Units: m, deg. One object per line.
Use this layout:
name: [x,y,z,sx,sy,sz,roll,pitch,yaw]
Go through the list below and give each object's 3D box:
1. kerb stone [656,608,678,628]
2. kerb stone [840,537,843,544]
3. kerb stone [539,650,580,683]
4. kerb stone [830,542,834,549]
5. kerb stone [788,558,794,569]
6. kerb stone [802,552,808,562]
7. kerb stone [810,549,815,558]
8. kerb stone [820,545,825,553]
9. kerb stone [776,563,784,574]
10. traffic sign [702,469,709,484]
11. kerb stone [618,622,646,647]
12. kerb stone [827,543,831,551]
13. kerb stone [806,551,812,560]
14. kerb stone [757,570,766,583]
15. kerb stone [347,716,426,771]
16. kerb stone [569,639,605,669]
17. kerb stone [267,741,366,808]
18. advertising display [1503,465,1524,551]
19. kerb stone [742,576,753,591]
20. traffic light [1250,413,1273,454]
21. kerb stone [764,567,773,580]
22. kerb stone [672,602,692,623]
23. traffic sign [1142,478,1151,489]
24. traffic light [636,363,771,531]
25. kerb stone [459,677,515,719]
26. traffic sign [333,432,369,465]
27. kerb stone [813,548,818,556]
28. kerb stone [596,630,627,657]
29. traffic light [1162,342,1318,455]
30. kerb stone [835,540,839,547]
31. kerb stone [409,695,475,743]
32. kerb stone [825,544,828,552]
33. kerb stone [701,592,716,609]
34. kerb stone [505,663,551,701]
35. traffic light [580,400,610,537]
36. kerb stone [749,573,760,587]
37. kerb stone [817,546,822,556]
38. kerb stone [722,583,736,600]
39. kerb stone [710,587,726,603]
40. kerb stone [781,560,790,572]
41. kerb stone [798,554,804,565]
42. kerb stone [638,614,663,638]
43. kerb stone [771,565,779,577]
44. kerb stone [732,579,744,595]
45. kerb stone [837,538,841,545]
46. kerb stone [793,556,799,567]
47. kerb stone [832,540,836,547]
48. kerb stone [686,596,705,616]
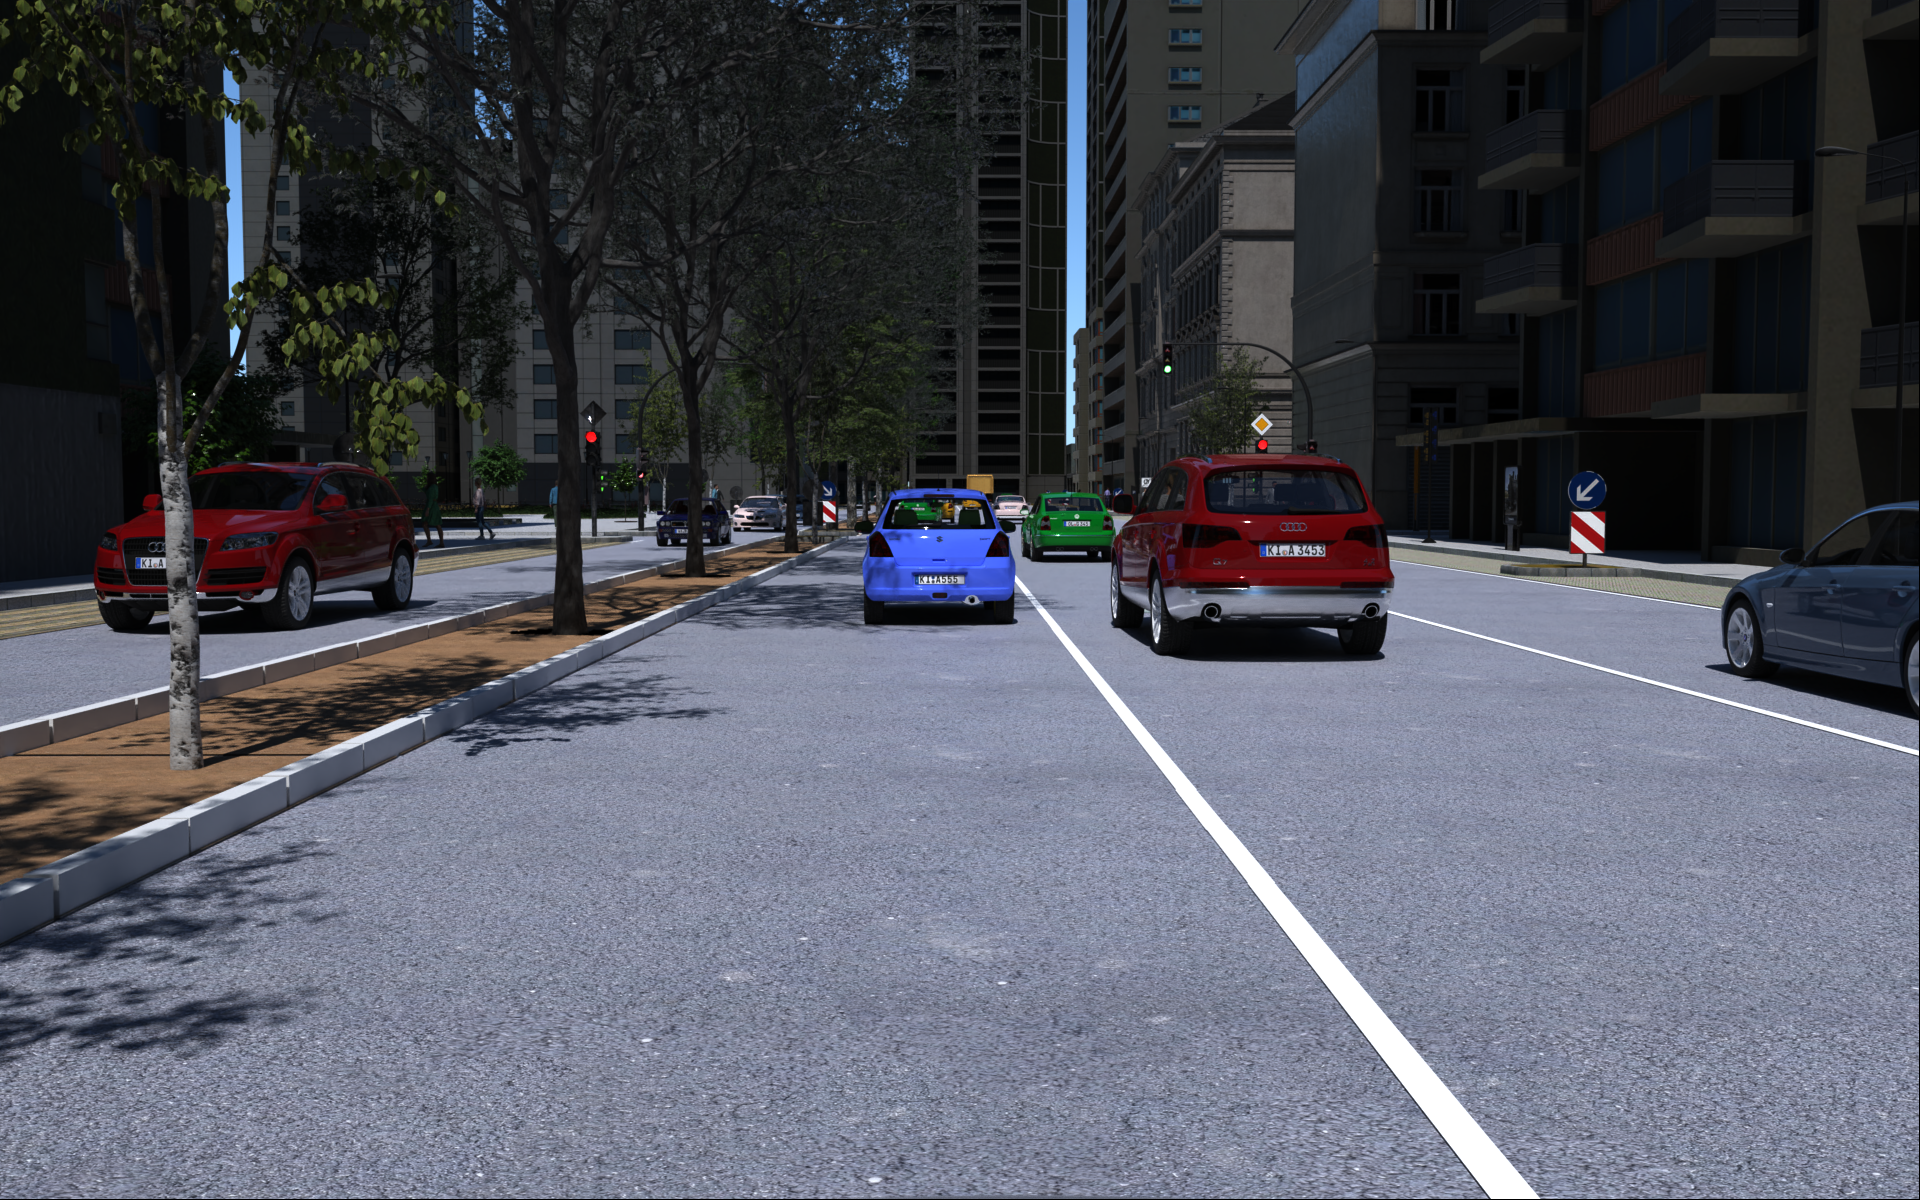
kerb stone: [-3.201,0.218,18.635,0.120,0.150,1.000,0,4,0]
kerb stone: [-3.422,-1.599,48.347,0.120,0.150,1.000,0,4,0]
kerb stone: [-3.157,0.533,13.520,0.120,0.150,1.000,0,4,0]
kerb stone: [-3.382,-1.348,44.228,0.120,0.150,1.000,0,4,0]
kerb stone: [-3.304,-0.658,32.958,0.120,0.150,1.000,0,4,0]
kerb stone: [-3.325,-0.846,36.033,0.120,0.150,1.000,0,4,0]
kerb stone: [-3.344,-0.968,38.083,0.120,0.150,1.000,0,4,0]
kerb stone: [-3.367,-1.159,41.149,0.120,0.150,1.000,0,4,0]
kerb stone: [-3.290,-0.526,30.914,0.120,0.150,1.000,0,4,0]
traffic sign: [-12.953,-5.292,86.628,0.768,2.556,0.104,0,4,6]
kerb stone: [-3.185,0.343,16.589,0.120,0.150,1.000,0,4,0]
kerb stone: [-3.383,-1.285,43.200,0.120,0.150,1.000,0,4,0]
kerb stone: [-3.329,-0.909,37.061,0.120,0.150,1.000,0,4,0]
kerb stone: [-3.264,-0.345,27.838,0.120,0.150,1.000,0,4,0]
kerb stone: [-3.133,0.781,9.419,0.120,0.150,1.000,0,4,0]
kerb stone: [-3.165,0.468,14.545,0.120,0.150,1.000,0,4,0]
kerb stone: [-3.122,0.844,8.398,0.120,0.150,1.000,0,4,0]
advertising display: [12.525,-2.080,39.225,0.123,1.923,0.974,0,4,0]
kerb stone: [-3.242,-0.218,25.794,0.120,0.150,1.000,0,4,0]
traffic light: [10.430,-4.354,60.111,0.839,4.253,0.868,0,4,0]
kerb stone: [-3.272,-0.408,28.867,0.120,0.150,1.000,0,4,0]
kerb stone: [-3.201,0.155,19.657,0.120,0.150,1.000,0,4,0]
traffic sign: [11.714,-6.530,108.902,0.606,2.300,0.079,1,4,9]
traffic light: [-8.939,-5.218,59.985,4.771,5.953,1.251,0,4,0]
kerb stone: [-3.146,0.656,11.465,0.120,0.150,1.000,0,4,0]
traffic sign: [-12.554,-2.178,35.717,0.768,2.556,0.104,0,4,1]
kerb stone: [-3.353,-1.033,39.105,0.120,0.150,1.000,0,4,0]
kerb stone: [-3.172,0.405,15.567,0.120,0.150,1.000,0,4,0]
traffic light: [8.399,-4.728,51.969,4.771,5.953,1.251,0,4,0]
kerb stone: [-3.405,-1.470,46.280,0.120,0.150,1.000,0,4,0]
kerb stone: [-3.134,0.719,10.441,0.120,0.150,1.000,0,4,0]
kerb stone: [-3.383,-1.222,42.177,0.120,0.150,1.000,0,4,0]
kerb stone: [-3.223,0.033,21.703,0.120,0.150,1.000,0,4,0]
kerb stone: [-3.143,0.594,12.498,0.120,0.150,1.000,0,4,0]
traffic light: [-10.970,-3.855,51.949,0.839,4.253,0.868,0,4,0]
kerb stone: [-3.258,-0.283,26.816,0.120,0.150,1.000,0,4,0]
kerb stone: [-3.358,-1.097,40.127,0.120,0.150,1.000,0,4,0]
kerb stone: [-3.234,-0.095,23.750,0.120,0.150,1.000,0,4,0]
kerb stone: [-3.232,-0.033,22.728,0.120,0.150,1.000,0,4,0]
kerb stone: [-3.290,-0.596,31.936,0.120,0.150,1.000,0,4,0]
kerb stone: [-3.314,-0.784,35.008,0.120,0.150,1.000,0,4,0]
kerb stone: [-3.190,0.282,17.611,0.120,0.150,1.000,0,4,0]
kerb stone: [-3.279,-0.470,29.892,0.120,0.150,1.000,0,4,0]
kerb stone: [-3.245,-0.158,24.772,0.120,0.150,1.000,0,4,0]
kerb stone: [-3.407,-1.535,47.312,0.120,0.150,1.000,0,4,0]
kerb stone: [-3.308,-0.721,33.982,0.120,0.150,1.000,0,4,0]
kerb stone: [-3.398,-1.411,45.258,0.120,0.150,1.000,0,4,0]
kerb stone: [-3.210,0.093,20.679,0.120,0.150,1.000,0,4,0]
